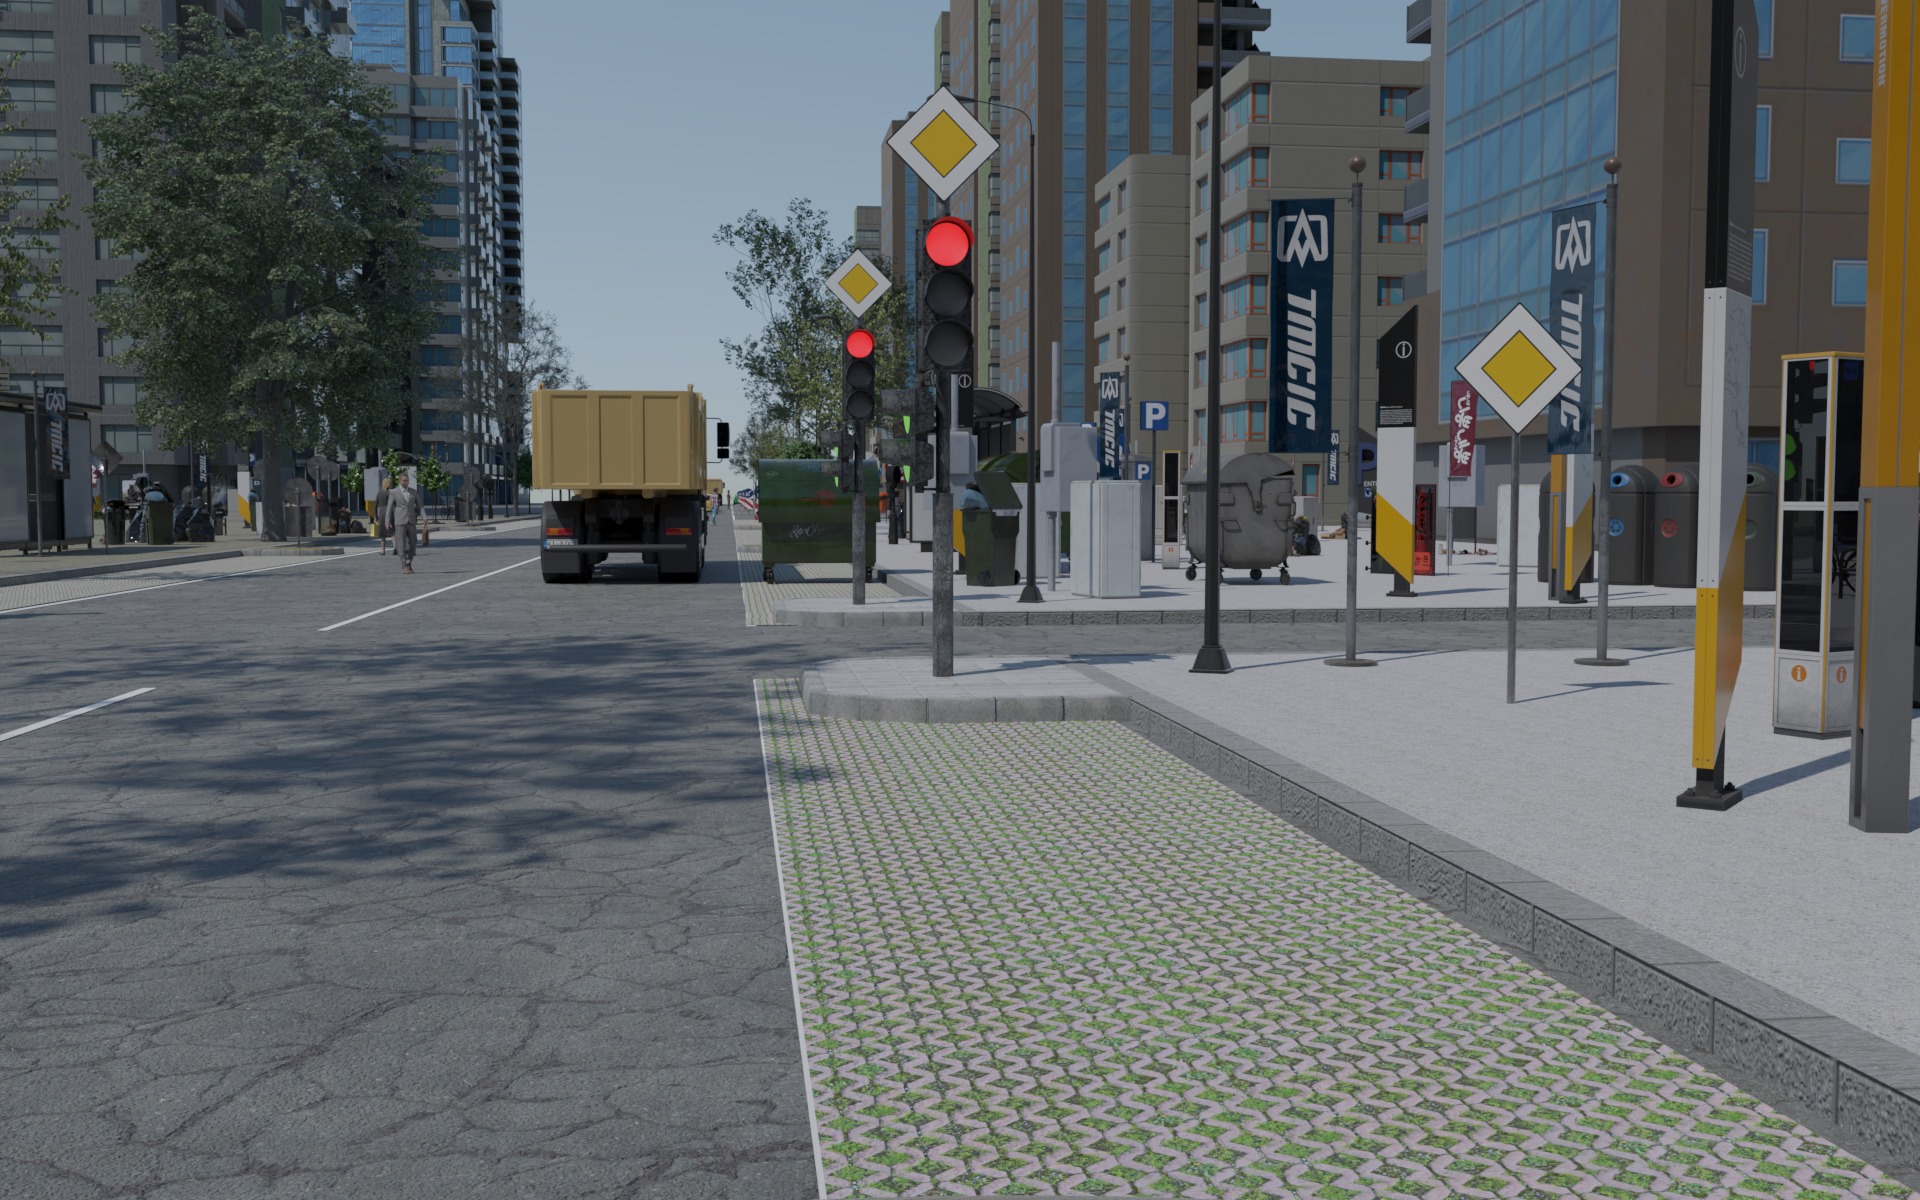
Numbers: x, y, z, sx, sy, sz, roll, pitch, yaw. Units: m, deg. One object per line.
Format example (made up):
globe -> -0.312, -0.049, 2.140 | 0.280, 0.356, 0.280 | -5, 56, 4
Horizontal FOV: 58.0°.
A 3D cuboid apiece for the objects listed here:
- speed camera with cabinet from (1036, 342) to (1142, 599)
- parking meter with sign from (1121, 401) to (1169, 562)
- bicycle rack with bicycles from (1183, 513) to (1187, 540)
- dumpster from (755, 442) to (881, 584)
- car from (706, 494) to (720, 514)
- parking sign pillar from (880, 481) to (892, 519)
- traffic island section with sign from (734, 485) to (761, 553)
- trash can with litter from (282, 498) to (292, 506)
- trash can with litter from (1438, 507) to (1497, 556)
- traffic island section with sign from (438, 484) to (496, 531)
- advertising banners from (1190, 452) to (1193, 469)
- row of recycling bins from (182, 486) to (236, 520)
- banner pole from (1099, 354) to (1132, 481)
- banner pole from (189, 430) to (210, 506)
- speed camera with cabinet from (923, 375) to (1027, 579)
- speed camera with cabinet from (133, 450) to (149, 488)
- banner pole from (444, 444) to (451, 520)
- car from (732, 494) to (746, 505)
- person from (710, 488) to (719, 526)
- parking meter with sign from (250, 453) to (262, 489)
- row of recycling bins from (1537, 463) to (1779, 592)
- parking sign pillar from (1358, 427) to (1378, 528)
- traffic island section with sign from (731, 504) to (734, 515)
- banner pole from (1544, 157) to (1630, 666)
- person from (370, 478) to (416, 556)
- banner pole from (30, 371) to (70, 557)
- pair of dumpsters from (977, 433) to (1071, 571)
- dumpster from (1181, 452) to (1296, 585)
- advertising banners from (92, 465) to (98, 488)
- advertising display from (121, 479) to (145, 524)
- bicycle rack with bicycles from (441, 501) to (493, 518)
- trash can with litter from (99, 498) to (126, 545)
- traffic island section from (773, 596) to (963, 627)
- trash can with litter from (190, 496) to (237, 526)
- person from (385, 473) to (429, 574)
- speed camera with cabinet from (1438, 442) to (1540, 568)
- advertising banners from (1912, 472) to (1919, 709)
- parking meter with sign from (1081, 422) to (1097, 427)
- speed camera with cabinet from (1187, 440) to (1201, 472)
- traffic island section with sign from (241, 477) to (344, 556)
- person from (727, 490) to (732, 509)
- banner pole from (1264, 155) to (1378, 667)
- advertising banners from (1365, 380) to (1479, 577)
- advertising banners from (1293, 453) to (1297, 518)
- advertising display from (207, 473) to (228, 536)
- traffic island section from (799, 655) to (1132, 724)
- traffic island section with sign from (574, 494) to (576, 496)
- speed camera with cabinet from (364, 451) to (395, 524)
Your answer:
speed camera with cabinet -> 1.646, -1.693, 22.019 | 0.660, 3.252, 2.038 | -1, 4, -19
parking meter with sign -> 3.423, -2.269, 33.353 | 0.543, 3.016, 1.738 | -1, 4, -16
bicycle rack with bicycles -> 5.760, -2.102, 47.748 | 2.852, 0.926, 2.925 | -1, 4, -22
dumpster -> -2.288, -1.401, 27.853 | 1.985, 2.255, 1.502 | 0, 4, -7
car -> -18.268, -6.999, 124.652 | 2.015, 1.641, 3.980 | 0, 4, -7
parking sign pillar -> -3.505, -6.148, 88.990 | 1.447, 3.967, 1.447 | 0, 4, 5
traffic island section with sign -> -4.506, -2.089, 42.778 | 1.989, 1.847, 2.006 | 0, 4, -8
trash can with litter -> -24.394, -3.091, 61.921 | 1.055, 1.170, 0.624 | 0, 4, -8
trash can with litter -> 10.955, -1.553, 36.453 | 2.233, 1.210, 1.678 | 3, 4, 36
traffic island section with sign -> -19.134, -3.591, 67.337 | 1.989, 1.847, 2.006 | 0, 4, -8
advertising banners -> 9.770, -4.626, 71.828 | 0.090, 3.025, 2.074 | 0, 4, -5
row of recycling bins -> -36.863, -4.848, 86.371 | 3.534, 1.692, 1.069 | -2, 4, -27
banner pole -> 2.819, -2.518, 31.184 | 0.863, 3.779, 0.401 | 3, 5, 45
banner pole -> -29.305, -4.689, 66.690 | 0.863, 3.779, 0.401 | -1, 4, -20
speed camera with cabinet -> 0.488, -1.942, 26.092 | 2.038, 3.252, 0.660 | -1, 4, -22
speed camera with cabinet -> -36.693, -5.095, 77.641 | 0.660, 3.252, 2.038 | -1, 4, -21
banner pole -> -25.767, -5.935, 87.056 | 0.401, 3.779, 0.863 | -1, 4, -21
car -> -27.194, -12.584, 214.540 | 1.959, 1.807, 4.718 | -1, 4, -9
person -> -11.179, -4.248, 78.792 | 0.643, 1.720, 0.563 | -3, 5, -39
parking meter with sign -> -29.991, -4.731, 73.620 | 0.543, 3.016, 1.738 | -3, 4, -36
row of recycling bins -> 9.711, -1.045, 24.195 | 1.069, 1.692, 3.534 | -3, 5, -39
parking sign pillar -> 15.473, -4.707, 65.434 | 1.447, 3.967, 1.447 | 1, 4, 18
traffic island section with sign -> -8.058, -3.723, 69.499 | 1.989, 1.847, 2.006 | 0, 4, -8
banner pole -> 4.753, -1.416, 13.174 | 0.401, 3.779, 0.863 | -2, 4, -23
person -> -13.238, -1.935, 40.359 | 0.699, 1.804, 1.509 | -2, 4, -33
banner pole -> -18.641, -2.780, 35.464 | 0.401, 3.779, 0.863 | 3, 5, 41
pair of dumpsters -> 1.042, -1.661, 29.644 | 1.574, 2.255, 4.437 | 0, 4, -8
dumpster -> 4.013, -1.173, 24.941 | 1.264, 1.857, 1.865 | 0, 4, -7
advertising banners -> -37.219, -4.716, 73.287 | 2.074, 3.025, 0.090 | 1, 4, 19
advertising display -> -35.643, -4.249, 74.693 | 0.974, 1.923, 0.123 | 0, 4, 0
bicycle rack with bicycles -> -25.924, -4.778, 91.505 | 2.852, 0.926, 2.925 | -2, 4, -32
trash can with litter -> -21.505, -1.981, 43.780 | 0.624, 1.170, 1.055 | -3, 5, -45
traffic island section -> -1.151, 0.132, 20.121 | 2.009, 0.180, 2.903 | 0, 4, -8
trash can with litter -> -29.843, -3.515, 68.523 | 2.233, 1.210, 1.678 | 0, 4, -1
person -> -9.942, -1.377, 31.137 | 0.709, 1.813, 0.853 | -3, 4, -38
speed camera with cabinet -> 9.567, -2.222, 30.659 | 2.038, 3.252, 0.660 | 2, 4, 34
advertising banners -> 6.289, -0.851, 10.108 | 2.074, 3.025, 0.090 | 1, 4, 15
parking meter with sign -> 2.460, -2.785, 41.803 | 1.738, 3.016, 0.543 | -3, 4, -36
speed camera with cabinet -> 9.491, -4.280, 64.320 | 2.038, 3.252, 0.660 | -1, 4, -12
traffic island section with sign -> -15.583, -1.956, 40.601 | 1.989, 1.847, 2.006 | 0, 4, -8
person -> -21.878, -9.513, 164.044 | 0.705, 1.824, 1.348 | 1, 4, 11
banner pole -> 2.711, -1.403, 12.951 | 0.863, 3.779, 0.401 | 1, 4, 9
advertising banners -> 7.244, -1.895, 27.177 | 0.090, 3.025, 2.074 | -3, 5, -39
advertising banners -> 12.481, -4.183, 64.581 | 0.090, 3.025, 2.074 | 1, 4, 15
advertising display -> -22.986, -2.961, 53.629 | 0.123, 1.923, 0.974 | 0, 4, 7
traffic island section -> -0.097, 0.616, 12.205 | 2.009, 0.180, 2.903 | 0, 4, -8
traffic island section with sign -> -25.843, -6.673, 117.737 | 1.989, 1.847, 2.006 | 0, 4, -8
speed camera with cabinet -> -20.431, -4.111, 61.558 | 0.660, 3.252, 2.038 | 1, 4, 8
